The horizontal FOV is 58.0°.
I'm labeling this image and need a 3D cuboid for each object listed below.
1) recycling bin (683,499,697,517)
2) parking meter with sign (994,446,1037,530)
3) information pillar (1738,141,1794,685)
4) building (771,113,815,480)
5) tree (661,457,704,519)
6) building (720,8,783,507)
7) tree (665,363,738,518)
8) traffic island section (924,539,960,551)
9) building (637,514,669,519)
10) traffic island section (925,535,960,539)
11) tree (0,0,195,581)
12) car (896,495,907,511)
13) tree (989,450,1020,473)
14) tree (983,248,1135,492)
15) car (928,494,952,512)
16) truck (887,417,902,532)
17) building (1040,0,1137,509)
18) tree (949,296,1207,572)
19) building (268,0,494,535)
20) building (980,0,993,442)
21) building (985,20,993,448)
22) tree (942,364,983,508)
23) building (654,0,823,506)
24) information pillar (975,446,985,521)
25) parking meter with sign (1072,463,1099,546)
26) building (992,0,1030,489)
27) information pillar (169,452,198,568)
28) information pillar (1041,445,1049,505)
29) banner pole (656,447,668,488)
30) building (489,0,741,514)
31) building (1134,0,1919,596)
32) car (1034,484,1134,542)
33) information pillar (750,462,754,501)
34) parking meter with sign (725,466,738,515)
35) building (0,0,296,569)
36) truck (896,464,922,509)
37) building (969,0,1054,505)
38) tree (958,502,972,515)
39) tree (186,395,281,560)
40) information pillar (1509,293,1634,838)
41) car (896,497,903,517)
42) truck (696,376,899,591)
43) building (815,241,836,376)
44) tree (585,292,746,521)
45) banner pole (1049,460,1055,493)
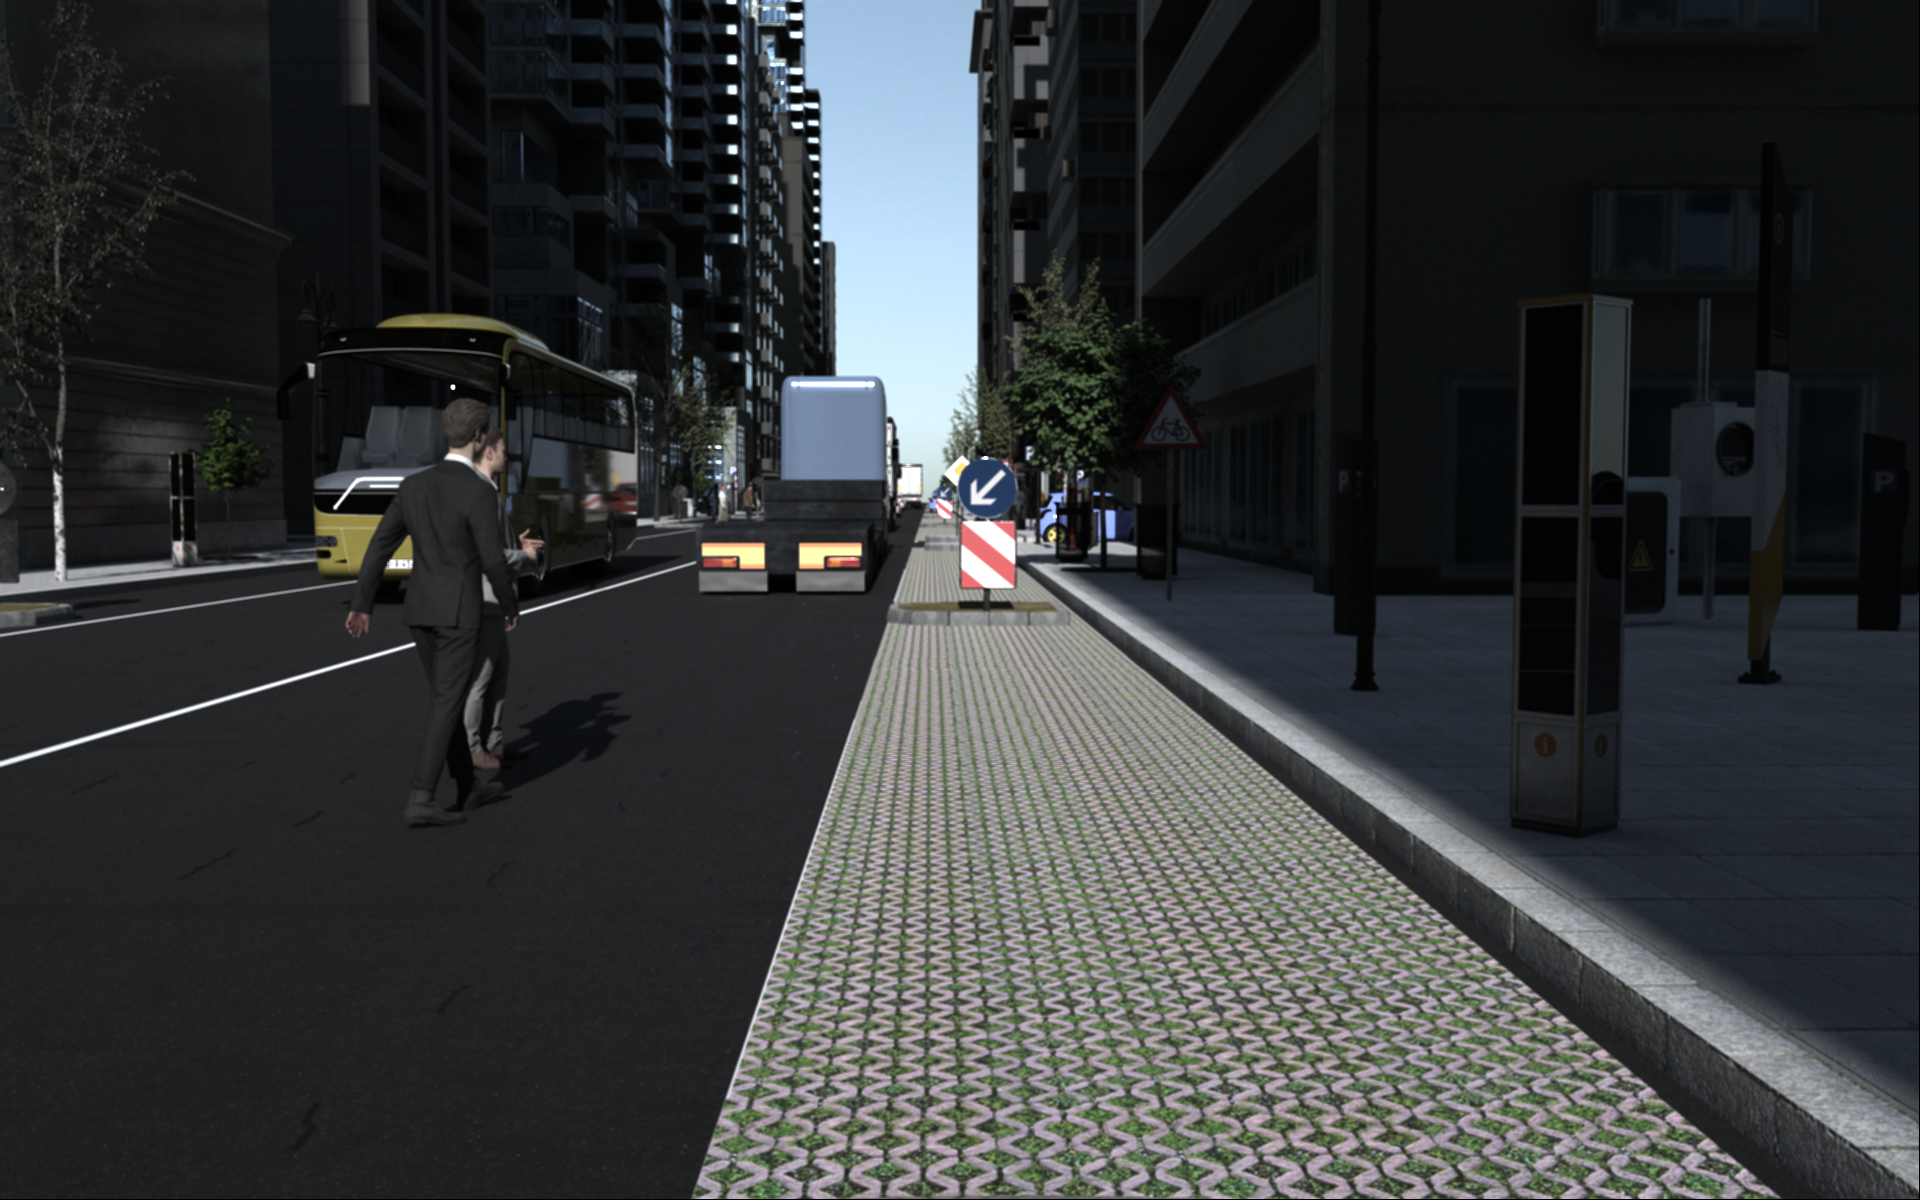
[{"bbox_3d":[-15.239,-5.203,97.629,0.722,1.027,0.722,0,4,-4],"label":"recycling bin"},{"bbox_3d":[1.957,-4.022,62.019,1.738,3.016,0.543,-3,5,-42],"label":"parking meter with sign"},{"bbox_3d":[5.510,-1.249,11.770,0.183,3.616,0.504,3,5,40],"label":"information pillar"},{"bbox_3d":[-30.178,-36.700,223.748,21.300,48.544,21.600,0,4,-1],"label":"building"},{"bbox_3d":[-14.575,-5.849,90.233,1.663,3.219,1.824,0,3,0],"label":"tree"},{"bbox_3d":[-29.569,-33.865,173.302,23.786,49.044,30.456,0,4,-1],"label":"building"},{"bbox_3d":[-14.271,-8.810,94.408,4.737,8.622,4.395,0,3,0],"label":"tree"},{"bbox_3d":[0.078,-1.374,44.743,2.009,0.180,2.903,0,4,-1],"label":"traffic island section"},{"bbox_3d":[-28.264,-48.359,103.335,22.319,86.520,31.000,0,4,-1],"label":"building"},{"bbox_3d":[-0.058,-1.862,52.727,2.009,0.180,2.903,0,4,-1],"label":"traffic island section"},{"bbox_3d":[-13.531,-4.584,25.314,4.360,8.622,3.978,0,3,0],"label":"tree"},{"bbox_3d":[-5.641,-8.452,150.558,2.083,1.381,4.827,0,4,1],"label":"car"},{"bbox_3d":[1.927,-4.973,75.910,1.663,3.219,1.824,0,3,0],"label":"tree"},{"bbox_3d":[3.452,-6.271,52.901,4.737,8.622,4.395,0,3,0],"label":"tree"},{"bbox_3d":[-1.572,-7.853,137.990,1.945,1.707,3.694,0,4,-1],"label":"car"},{"bbox_3d":[-3.784,-4.868,68.508,2.839,4.237,11.283,0,4,-1],"label":"truck"},{"bbox_3d":[15.797,-23.156,70.490,23.993,40.220,32.217,0,4,-1],"label":"building"},{"bbox_3d":[2.380,-2.768,28.977,4.285,4.588,4.351,0,3,0],"label":"tree"},{"bbox_3d":[-26.332,-38.155,62.091,20.563,71.187,20.611,0,4,-1],"label":"building"},{"bbox_3d":[11.248,-49.669,250.344,20.563,71.187,20.611,0,4,-1],"label":"building"},{"bbox_3d":[13.554,-30.866,159.278,22.147,44.769,28.867,0,4,-1],"label":"building"},{"bbox_3d":[1.624,-8.975,97.103,4.737,8.622,4.395,0,3,0],"label":"tree"},{"bbox_3d":[-29.772,-57.259,248.850,22.319,86.520,31.000,0,4,-1],"label":"building"},{"bbox_3d":[0.966,-5.654,83.797,0.504,3.616,0.183,-2,4,-33],"label":"information pillar"},{"bbox_3d":[2.987,-2.787,41.832,0.543,3.016,1.738,1,4,16],"label":"parking meter with sign"},{"bbox_3d":[9.539,-27.785,137.878,14.154,41.232,14.086,0,4,-1],"label":"building"},{"bbox_3d":[-13.605,-1.581,30.348,0.304,2.012,0.304,2,4,28],"label":"information pillar"},{"bbox_3d":[3.170,-4.465,64.350,0.183,3.616,0.504,2,4,29],"label":"information pillar"},{"bbox_3d":[-15.819,-6.220,91.711,0.863,3.779,0.401,-3,5,-43],"label":"banner pole"},{"bbox_3d":[-27.935,-50.659,140.954,22.319,86.520,31.000,0,4,-1],"label":"building"},{"bbox_3d":[15.118,-24.913,31.036,21.300,48.544,21.600,0,4,-1],"label":"building"},{"bbox_3d":[3.900,-2.363,48.221,3.694,1.707,1.945,0,4,-1],"label":"car"},{"bbox_3d":[-15.212,-8.261,126.420,0.183,3.616,0.504,1,4,18],"label":"information pillar"},{"bbox_3d":[-14.370,-6.843,108.142,0.543,3.016,1.738,1,4,8],"label":"parking meter with sign"},{"bbox_3d":[-32.927,-13.219,35.217,34.723,24.649,14.460,0,4,-1],"label":"building"},{"bbox_3d":[-5.013,-11.016,169.018,2.839,4.237,11.283,0,4,-2],"label":"truck"},{"bbox_3d":[15.655,-36.576,187.260,28.713,52.752,27.495,0,4,-1],"label":"building"},{"bbox_3d":[1.067,-6.872,106.953,1.663,3.219,1.824,0,3,0],"label":"tree"},{"bbox_3d":[-14.383,-2.411,34.023,1.663,3.219,1.824,0,3,0],"label":"tree"},{"bbox_3d":[2.320,-0.128,6.588,0.304,2.012,0.304,-3,5,-40],"label":"information pillar"},{"bbox_3d":[-4.583,-5.829,107.658,2.083,1.381,4.827,0,4,0],"label":"car"},{"bbox_3d":[-2.755,-2.690,33.748,2.967,4.110,18.799,0,4,-1],"label":"truck"},{"bbox_3d":[-26.941,-36.038,272.810,14.154,41.232,14.086,0,4,-1],"label":"building"},{"bbox_3d":[-14.240,-8.946,80.684,8.767,10.594,7.601,0,4,-7],"label":"tree"},{"bbox_3d":[5.074,-6.601,97.944,0.863,3.779,0.401,1,4,14],"label":"banner pole"}]
